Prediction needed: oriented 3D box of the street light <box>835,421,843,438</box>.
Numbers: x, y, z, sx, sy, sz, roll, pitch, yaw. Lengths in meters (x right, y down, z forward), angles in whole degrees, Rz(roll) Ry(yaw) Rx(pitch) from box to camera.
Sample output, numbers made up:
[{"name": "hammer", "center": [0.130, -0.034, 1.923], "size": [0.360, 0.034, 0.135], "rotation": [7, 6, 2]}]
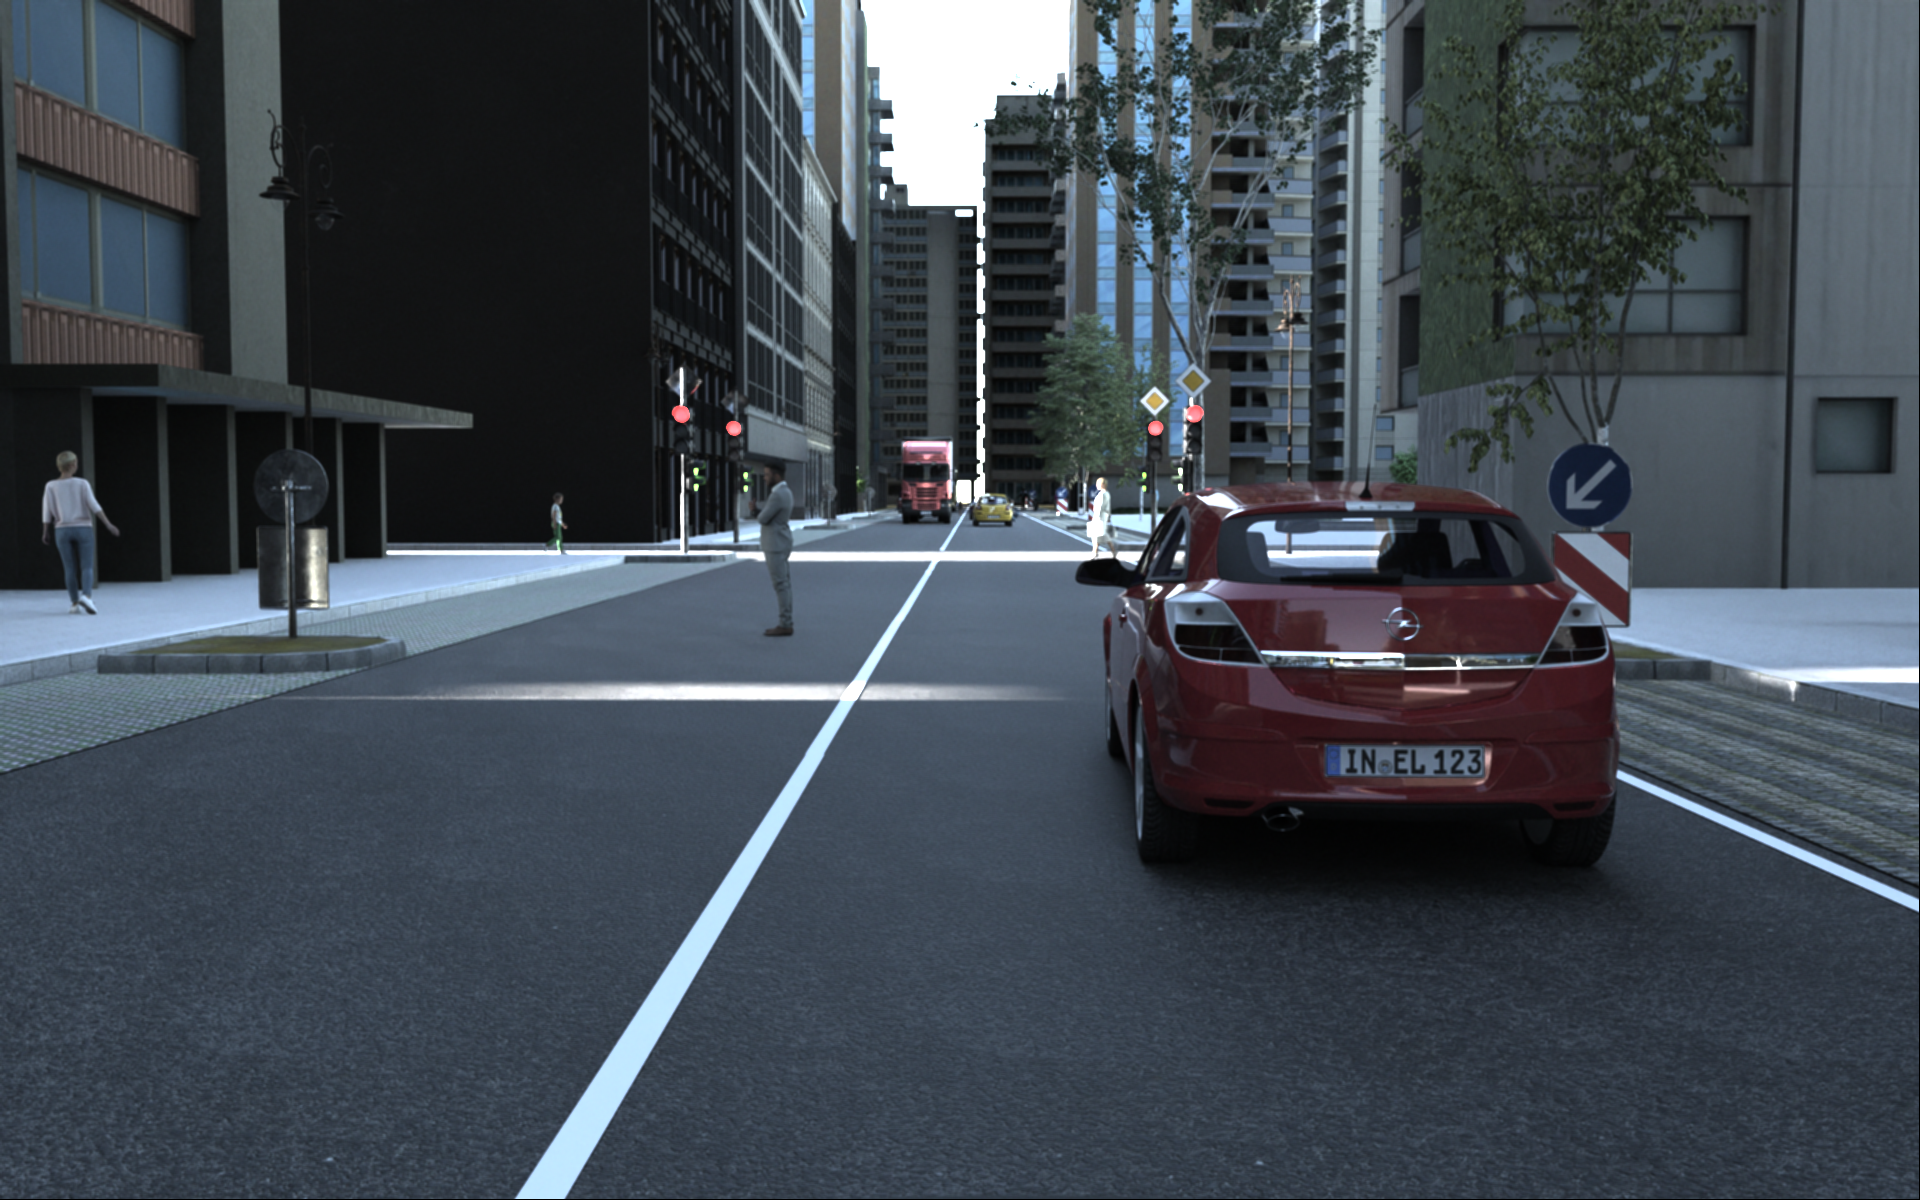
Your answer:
[{"name": "street light", "center": [-7.304, -8.017, 103.859], "size": [0.468, 5.910, 1.993], "rotation": [0, 4, 1]}]

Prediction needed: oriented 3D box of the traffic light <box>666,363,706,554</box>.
[{"name": "traffic light", "center": [-5.903, -2.952, 37.186], "size": [0.839, 4.253, 0.868], "rotation": [0, 4, 1]}]

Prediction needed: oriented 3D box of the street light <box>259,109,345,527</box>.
[{"name": "street light", "center": [-8.060, -2.972, 21.378], "size": [0.468, 5.910, 1.993], "rotation": [0, 4, 1]}]

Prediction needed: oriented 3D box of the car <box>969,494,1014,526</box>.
[{"name": "car", "center": [1.442, -4.151, 78.098], "size": [2.015, 1.641, 3.980], "rotation": [0, 4, -1]}]

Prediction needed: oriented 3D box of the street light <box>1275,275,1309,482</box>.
[{"name": "street light", "center": [7.004, -3.910, 36.713], "size": [0.468, 5.910, 1.993], "rotation": [0, 4, 1]}]

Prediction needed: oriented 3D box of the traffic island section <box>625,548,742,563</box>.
[{"name": "traffic island section", "center": [-5.943, -0.920, 37.321], "size": [2.009, 0.180, 2.903], "rotation": [0, 4, 1]}]

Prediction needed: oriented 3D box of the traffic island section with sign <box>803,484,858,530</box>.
[{"name": "traffic island section with sign", "center": [-5.286, -3.770, 70.264], "size": [1.989, 1.847, 2.006], "rotation": [0, 4, 1]}]

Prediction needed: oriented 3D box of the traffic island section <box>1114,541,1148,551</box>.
[{"name": "traffic island section", "center": [5.075, -1.402, 45.196], "size": [2.009, 0.180, 2.903], "rotation": [0, 4, 1]}]

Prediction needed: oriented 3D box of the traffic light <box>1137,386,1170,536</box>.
[{"name": "traffic light", "center": [5.035, -3.435, 45.082], "size": [0.839, 4.253, 0.868], "rotation": [0, 4, 1]}]

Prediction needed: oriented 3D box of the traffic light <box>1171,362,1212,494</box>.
[{"name": "traffic light", "center": [4.958, -2.947, 37.097], "size": [0.839, 4.253, 0.868], "rotation": [0, 4, 1]}]

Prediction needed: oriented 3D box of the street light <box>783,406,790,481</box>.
[{"name": "street light", "center": [-7.600, -6.236, 74.748], "size": [0.468, 5.910, 1.993], "rotation": [0, 4, 1]}]

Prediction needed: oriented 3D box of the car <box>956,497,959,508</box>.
[{"name": "car", "center": [-1.017, -10.138, 175.343], "size": [1.945, 1.707, 3.694], "rotation": [0, 4, -1]}]

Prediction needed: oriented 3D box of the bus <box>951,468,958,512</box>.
[{"name": "bus", "center": [-1.614, -9.267, 143.067], "size": [2.896, 3.916, 12.252], "rotation": [0, 4, 1]}]

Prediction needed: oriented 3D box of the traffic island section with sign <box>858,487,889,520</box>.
[{"name": "traffic island section with sign", "center": [-5.032, -5.425, 97.329], "size": [1.989, 1.847, 2.006], "rotation": [0, 4, 1]}]

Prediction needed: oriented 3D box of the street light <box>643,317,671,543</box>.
[{"name": "street light", "center": [-7.917, -4.443, 45.435], "size": [0.468, 5.910, 1.993], "rotation": [0, 4, 1]}]

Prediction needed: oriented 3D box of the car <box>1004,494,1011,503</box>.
[{"name": "car", "center": [3.270, -8.010, 142.760], "size": [2.131, 1.459, 4.920], "rotation": [0, 4, -1]}]

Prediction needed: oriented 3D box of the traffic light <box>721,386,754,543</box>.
[{"name": "traffic light", "center": [-5.826, -3.440, 45.171], "size": [0.839, 4.253, 0.868], "rotation": [0, 4, 1]}]

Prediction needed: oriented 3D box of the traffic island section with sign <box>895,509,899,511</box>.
[{"name": "traffic island section with sign", "center": [-4.545, -8.511, 147.782], "size": [1.989, 1.847, 2.006], "rotation": [0, 4, 1]}]

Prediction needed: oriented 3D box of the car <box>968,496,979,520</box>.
[{"name": "car", "center": [1.407, -5.212, 97.803], "size": [1.945, 1.354, 3.894], "rotation": [0, 4, 1]}]

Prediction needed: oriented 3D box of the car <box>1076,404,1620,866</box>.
[{"name": "car", "center": [1.637, 0.053, 8.179], "size": [2.155, 1.783, 4.494], "rotation": [0, 4, 2]}]

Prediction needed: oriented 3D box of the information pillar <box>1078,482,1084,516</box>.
[{"name": "information pillar", "center": [7.120, -5.962, 101.963], "size": [0.304, 2.012, 0.304], "rotation": [0, 4, -3]}]

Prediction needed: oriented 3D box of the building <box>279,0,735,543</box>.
[{"name": "building", "center": [-14.028, -13.614, 52.268], "size": [12.332, 23.373, 15.834], "rotation": [0, 4, 1]}]

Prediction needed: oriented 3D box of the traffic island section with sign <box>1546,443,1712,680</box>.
[{"name": "traffic island section with sign", "center": [4.782, -0.341, 14.205], "size": [1.989, 1.847, 2.006], "rotation": [0, 4, 1]}]

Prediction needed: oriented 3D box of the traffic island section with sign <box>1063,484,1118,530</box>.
[{"name": "traffic island section with sign", "center": [5.312, -3.741, 69.793], "size": [1.989, 1.847, 2.006], "rotation": [0, 4, 1]}]

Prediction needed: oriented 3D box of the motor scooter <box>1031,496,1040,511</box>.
[{"name": "motor scooter", "center": [6.256, -8.018, 143.871], "size": [0.815, 1.314, 1.986], "rotation": [0, 4, 1]}]

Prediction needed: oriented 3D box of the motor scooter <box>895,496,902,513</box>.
[{"name": "motor scooter", "center": [-4.422, -7.071, 128.394], "size": [0.815, 1.314, 1.986], "rotation": [0, 4, 1]}]

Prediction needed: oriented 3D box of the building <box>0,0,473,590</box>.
[{"name": "building", "center": [-25.008, -22.683, 25.485], "size": [28.867, 44.769, 22.147], "rotation": [0, 4, 1]}]

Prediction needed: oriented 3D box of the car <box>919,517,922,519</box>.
[{"name": "car", "center": [-1.601, -5.328, 99.692], "size": [1.945, 1.354, 3.894], "rotation": [0, 4, -1]}]

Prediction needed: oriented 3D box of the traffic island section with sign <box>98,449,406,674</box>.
[{"name": "traffic island section with sign", "center": [-5.841, -0.368, 14.653], "size": [1.989, 1.847, 2.006], "rotation": [0, 4, 1]}]

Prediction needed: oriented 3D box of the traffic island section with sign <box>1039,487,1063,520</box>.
[{"name": "traffic island section with sign", "center": [5.587, -5.425, 97.318], "size": [1.989, 1.847, 2.006], "rotation": [0, 4, 1]}]

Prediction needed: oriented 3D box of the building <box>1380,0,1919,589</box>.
[{"name": "building", "center": [14.597, -21.134, 29.128], "size": [14.154, 41.232, 14.086], "rotation": [0, 4, 1]}]

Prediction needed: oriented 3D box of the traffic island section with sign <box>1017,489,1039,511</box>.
[{"name": "traffic island section with sign", "center": [6.076, -8.516, 147.858], "size": [1.989, 1.847, 2.006], "rotation": [0, 4, 1]}]

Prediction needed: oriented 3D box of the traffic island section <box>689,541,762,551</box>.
[{"name": "traffic island section", "center": [-5.866, -1.408, 45.306], "size": [2.009, 0.180, 2.903], "rotation": [0, 4, 1]}]
